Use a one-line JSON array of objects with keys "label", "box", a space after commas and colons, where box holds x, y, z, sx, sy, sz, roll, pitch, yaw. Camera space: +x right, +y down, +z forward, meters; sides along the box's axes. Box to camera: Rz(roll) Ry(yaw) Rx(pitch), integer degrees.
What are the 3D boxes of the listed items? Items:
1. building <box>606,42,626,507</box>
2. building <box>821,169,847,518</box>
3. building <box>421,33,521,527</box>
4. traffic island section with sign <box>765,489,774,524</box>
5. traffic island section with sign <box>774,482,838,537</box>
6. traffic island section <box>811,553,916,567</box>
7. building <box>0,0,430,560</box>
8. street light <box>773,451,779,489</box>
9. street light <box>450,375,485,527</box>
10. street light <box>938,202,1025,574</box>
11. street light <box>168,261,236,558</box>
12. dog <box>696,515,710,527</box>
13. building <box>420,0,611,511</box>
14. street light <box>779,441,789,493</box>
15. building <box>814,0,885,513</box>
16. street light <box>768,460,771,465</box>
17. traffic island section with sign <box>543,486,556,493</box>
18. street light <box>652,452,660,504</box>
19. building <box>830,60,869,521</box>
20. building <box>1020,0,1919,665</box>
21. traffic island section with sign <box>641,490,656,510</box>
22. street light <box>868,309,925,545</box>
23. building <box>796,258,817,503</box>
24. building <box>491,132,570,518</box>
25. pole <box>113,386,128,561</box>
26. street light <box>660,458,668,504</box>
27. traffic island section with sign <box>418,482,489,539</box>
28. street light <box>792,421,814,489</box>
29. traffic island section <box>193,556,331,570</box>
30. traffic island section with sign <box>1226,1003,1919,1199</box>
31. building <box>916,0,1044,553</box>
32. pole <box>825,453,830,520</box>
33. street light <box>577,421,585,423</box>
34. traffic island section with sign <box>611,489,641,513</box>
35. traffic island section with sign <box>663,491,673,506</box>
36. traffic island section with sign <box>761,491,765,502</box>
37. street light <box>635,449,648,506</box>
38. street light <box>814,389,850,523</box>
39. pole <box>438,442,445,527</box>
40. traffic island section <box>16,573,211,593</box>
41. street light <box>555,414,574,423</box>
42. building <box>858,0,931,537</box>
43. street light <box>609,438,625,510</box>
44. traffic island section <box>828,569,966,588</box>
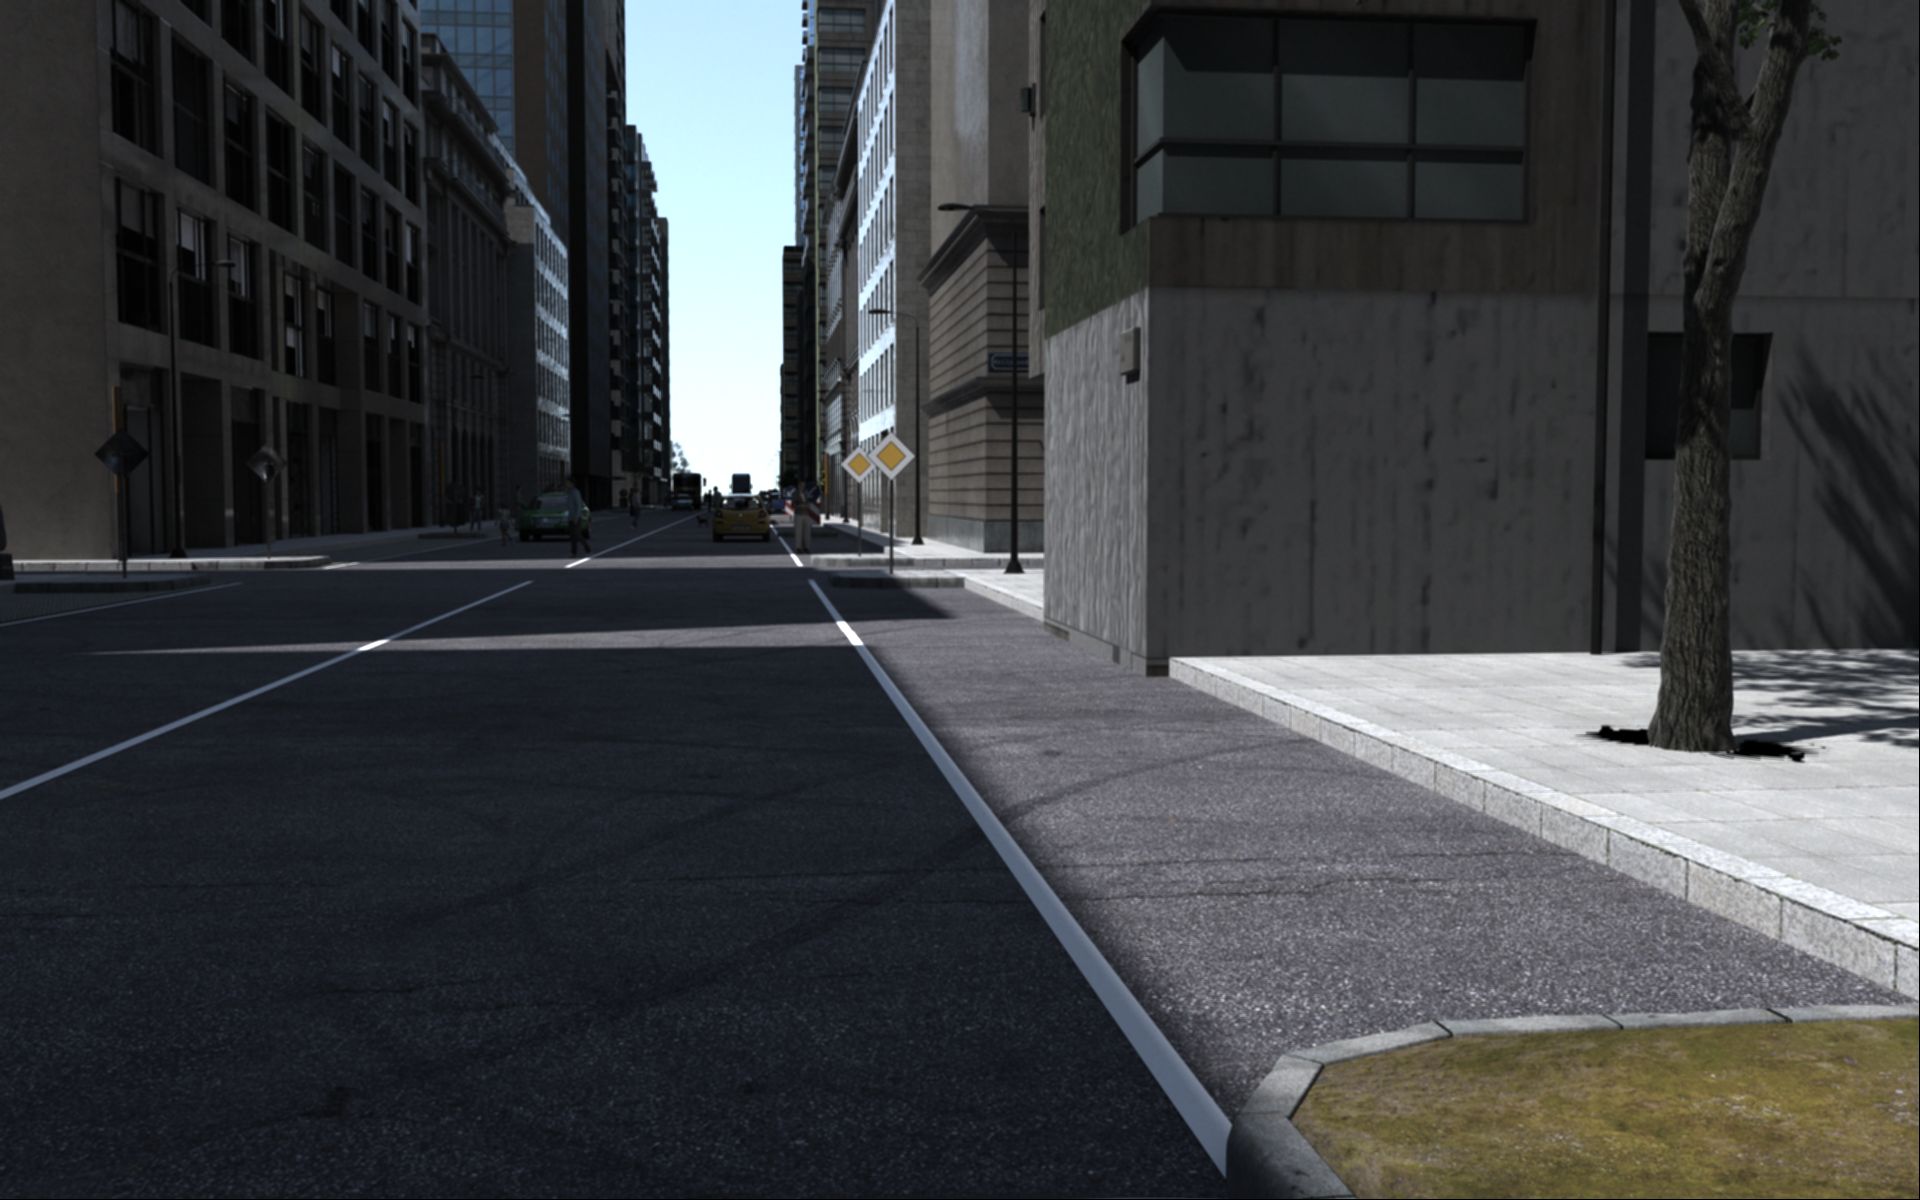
[{"label": "building", "box": [-43.788, -31.210, 164.913, 22.147, 44.769, 28.867, 0, 4, -7]}, {"label": "building", "box": [-2.886, -15.467, 102.030, 9.793, 20.994, 18.267, 0, 4, -7]}, {"label": "building", "box": [-28.024, -14.447, 78.002, 13.314, 21.916, 24.055, 0, 4, -7]}, {"label": "traffic island section with sign", "box": [-8.437, -4.680, 85.153, 1.989, 1.847, 2.006, 0, 4, -7]}, {"label": "traffic island section with sign", "box": [-5.166, -3.044, 58.396, 1.989, 1.847, 2.006, 0, 4, -7]}, {"label": "traffic island section", "box": [-2.048, -0.821, 35.705, 2.009, 0.180, 2.903, 0, 4, -7]}, {"label": "building", "box": [-28.092, -14.928, 48.590, 19.350, 26.468, 34.151, 0, 4, -7]}, {"label": "street light", "box": [-19.052, -13.077, 186.350, 1.470, 5.913, 1.316, 0, 4, -7]}, {"label": "street light", "box": [-19.267, -5.824, 67.766, 1.470, 5.913, 1.316, 0, 4, -7]}, {"label": "street light", "box": [0.341, -3.381, 27.825, 1.470, 5.913, 1.316, 0, 4, -7]}, {"label": "street light", "box": [-15.106, -3.792, 34.547, 1.470, 5.913, 1.316, 0, 4, -7]}, {"label": "dog", "box": [-11.187, -3.430, 75.367, 0.540, 0.507, 0.406, -2, 4, -28]}, {"label": "building", "box": [-36.855, -30.213, 144.088, 14.600, 45.320, 14.200, 0, 4, -7]}, {"label": "street light", "box": [-14.937, -11.024, 152.787, 1.470, 5.913, 1.316, 0, 4, -7]}, {"label": "building", "box": [-3.086, -26.718, 120.439, 14.154, 41.232, 14.086, 0, 4, -7]}, {"label": "street light", "box": [-25.074, -16.092, 235.651, 1.470, 5.913, 1.316, 0, 4, -7]}, {"label": "traffic island section with sign", "box": [-19.732, -4.577, 83.464, 1.989, 1.847, 2.006, 0, 4, -7]}, {"label": "street light", "box": [-34.472, -13.447, 192.402, 1.470, 5.913, 1.316, 0, 4, -7]}, {"label": "building", "box": [1.220, -14.596, 80.447, 13.314, 21.916, 24.055, 0, 4, -7]}, {"label": "building", "box": [7.598, -15.204, 20.291, 14.160, 30.474, 14.107, 0, 4, -7]}, {"label": "traffic island section with sign", "box": [-29.146, -9.280, 160.362, 1.989, 1.847, 2.006, 0, 4, -7]}, {"label": "street light", "box": [-1.607, -4.349, 43.648, 1.470, 5.913, 1.316, 0, 4, -7]}, {"label": "building", "box": [0.760, -18.231, 143.121, 27.650, 21.520, 28.899, 0, 4, -7]}, {"label": "building", "box": [-28.563, -14.944, 99.079, 10.420, 20.320, 16.860, 0, 4, -7]}, {"label": "pole", "box": [-15.984, -2.392, 32.958, 0.158, 3.312, 0.155, 0, 3, 0]}, {"label": "street light", "box": [-38.575, -15.479, 225.628, 1.470, 5.913, 1.316, 0, 4, -7]}, {"label": "traffic island section with sign", "box": [-16.392, -2.908, 56.174, 1.989, 1.847, 2.006, 0, 4, -7]}, {"label": "street light", "box": [-9.825, -8.429, 110.349, 1.470, 5.913, 1.316, 0, 4, -7]}, {"label": "traffic island section", "box": [-13.704, -0.734, 34.289, 2.009, 0.180, 2.903, 0, 4, -7]}, {"label": "traffic island section with sign", "box": [1.587, 0.331, 3.216, 1.989, 1.847, 2.006, 0, 4, -7]}, {"label": "building", "box": [16.699, -13.752, 43.923, 34.723, 24.649, 14.460, 0, 4, -7]}, {"label": "pole", "box": [-6.619, -5.658, 86.359, 0.158, 3.312, 0.155, 0, 3, 0]}, {"label": "street light", "box": [-24.441, -8.399, 109.862, 1.470, 5.913, 1.316, 0, 4, -7]}, {"label": "traffic island section with sign", "box": [-25.822, -7.623, 133.260, 1.989, 1.847, 2.006, 0, 4, -7]}, {"label": "traffic island section with sign", "box": [-35.789, -12.604, 214.701, 1.989, 1.847, 2.006, 0, 4, -7]}, {"label": "traffic island section with sign", "box": [-14.501, -7.713, 134.735, 1.989, 1.847, 2.006, 0, 4, -7]}, {"label": "street light", "box": [-32.617, -12.515, 177.158, 1.470, 5.913, 1.316, 0, 4, -7]}, {"label": "street light", "box": [-5.611, -6.382, 76.887, 1.470, 5.913, 1.316, 0, 4, -7]}, {"label": "pole", "box": [-20.129, -4.489, 67.245, 0.158, 3.312, 0.155, 0, 3, 0]}, {"label": "traffic island section", "box": [-12.734, -0.250, 26.363, 2.009, 0.180, 2.903, 0, 4, -7]}, {"label": "street light", "box": [-23.368, -7.856, 100.993, 1.470, 5.913, 1.316, 0, 4, -7]}, {"label": "building", "box": [2.250, -12.516, 59.395, 10.420, 20.320, 16.860, 0, 4, -7]}, {"label": "street light", "box": [-28.504, -10.483, 143.933, 1.470, 5.913, 1.316, 0, 4, -7]}, {"label": "traffic island section", "box": [-1.078, -0.336, 27.779, 2.009, 0.180, 2.903, 0, 4, -7]}]
